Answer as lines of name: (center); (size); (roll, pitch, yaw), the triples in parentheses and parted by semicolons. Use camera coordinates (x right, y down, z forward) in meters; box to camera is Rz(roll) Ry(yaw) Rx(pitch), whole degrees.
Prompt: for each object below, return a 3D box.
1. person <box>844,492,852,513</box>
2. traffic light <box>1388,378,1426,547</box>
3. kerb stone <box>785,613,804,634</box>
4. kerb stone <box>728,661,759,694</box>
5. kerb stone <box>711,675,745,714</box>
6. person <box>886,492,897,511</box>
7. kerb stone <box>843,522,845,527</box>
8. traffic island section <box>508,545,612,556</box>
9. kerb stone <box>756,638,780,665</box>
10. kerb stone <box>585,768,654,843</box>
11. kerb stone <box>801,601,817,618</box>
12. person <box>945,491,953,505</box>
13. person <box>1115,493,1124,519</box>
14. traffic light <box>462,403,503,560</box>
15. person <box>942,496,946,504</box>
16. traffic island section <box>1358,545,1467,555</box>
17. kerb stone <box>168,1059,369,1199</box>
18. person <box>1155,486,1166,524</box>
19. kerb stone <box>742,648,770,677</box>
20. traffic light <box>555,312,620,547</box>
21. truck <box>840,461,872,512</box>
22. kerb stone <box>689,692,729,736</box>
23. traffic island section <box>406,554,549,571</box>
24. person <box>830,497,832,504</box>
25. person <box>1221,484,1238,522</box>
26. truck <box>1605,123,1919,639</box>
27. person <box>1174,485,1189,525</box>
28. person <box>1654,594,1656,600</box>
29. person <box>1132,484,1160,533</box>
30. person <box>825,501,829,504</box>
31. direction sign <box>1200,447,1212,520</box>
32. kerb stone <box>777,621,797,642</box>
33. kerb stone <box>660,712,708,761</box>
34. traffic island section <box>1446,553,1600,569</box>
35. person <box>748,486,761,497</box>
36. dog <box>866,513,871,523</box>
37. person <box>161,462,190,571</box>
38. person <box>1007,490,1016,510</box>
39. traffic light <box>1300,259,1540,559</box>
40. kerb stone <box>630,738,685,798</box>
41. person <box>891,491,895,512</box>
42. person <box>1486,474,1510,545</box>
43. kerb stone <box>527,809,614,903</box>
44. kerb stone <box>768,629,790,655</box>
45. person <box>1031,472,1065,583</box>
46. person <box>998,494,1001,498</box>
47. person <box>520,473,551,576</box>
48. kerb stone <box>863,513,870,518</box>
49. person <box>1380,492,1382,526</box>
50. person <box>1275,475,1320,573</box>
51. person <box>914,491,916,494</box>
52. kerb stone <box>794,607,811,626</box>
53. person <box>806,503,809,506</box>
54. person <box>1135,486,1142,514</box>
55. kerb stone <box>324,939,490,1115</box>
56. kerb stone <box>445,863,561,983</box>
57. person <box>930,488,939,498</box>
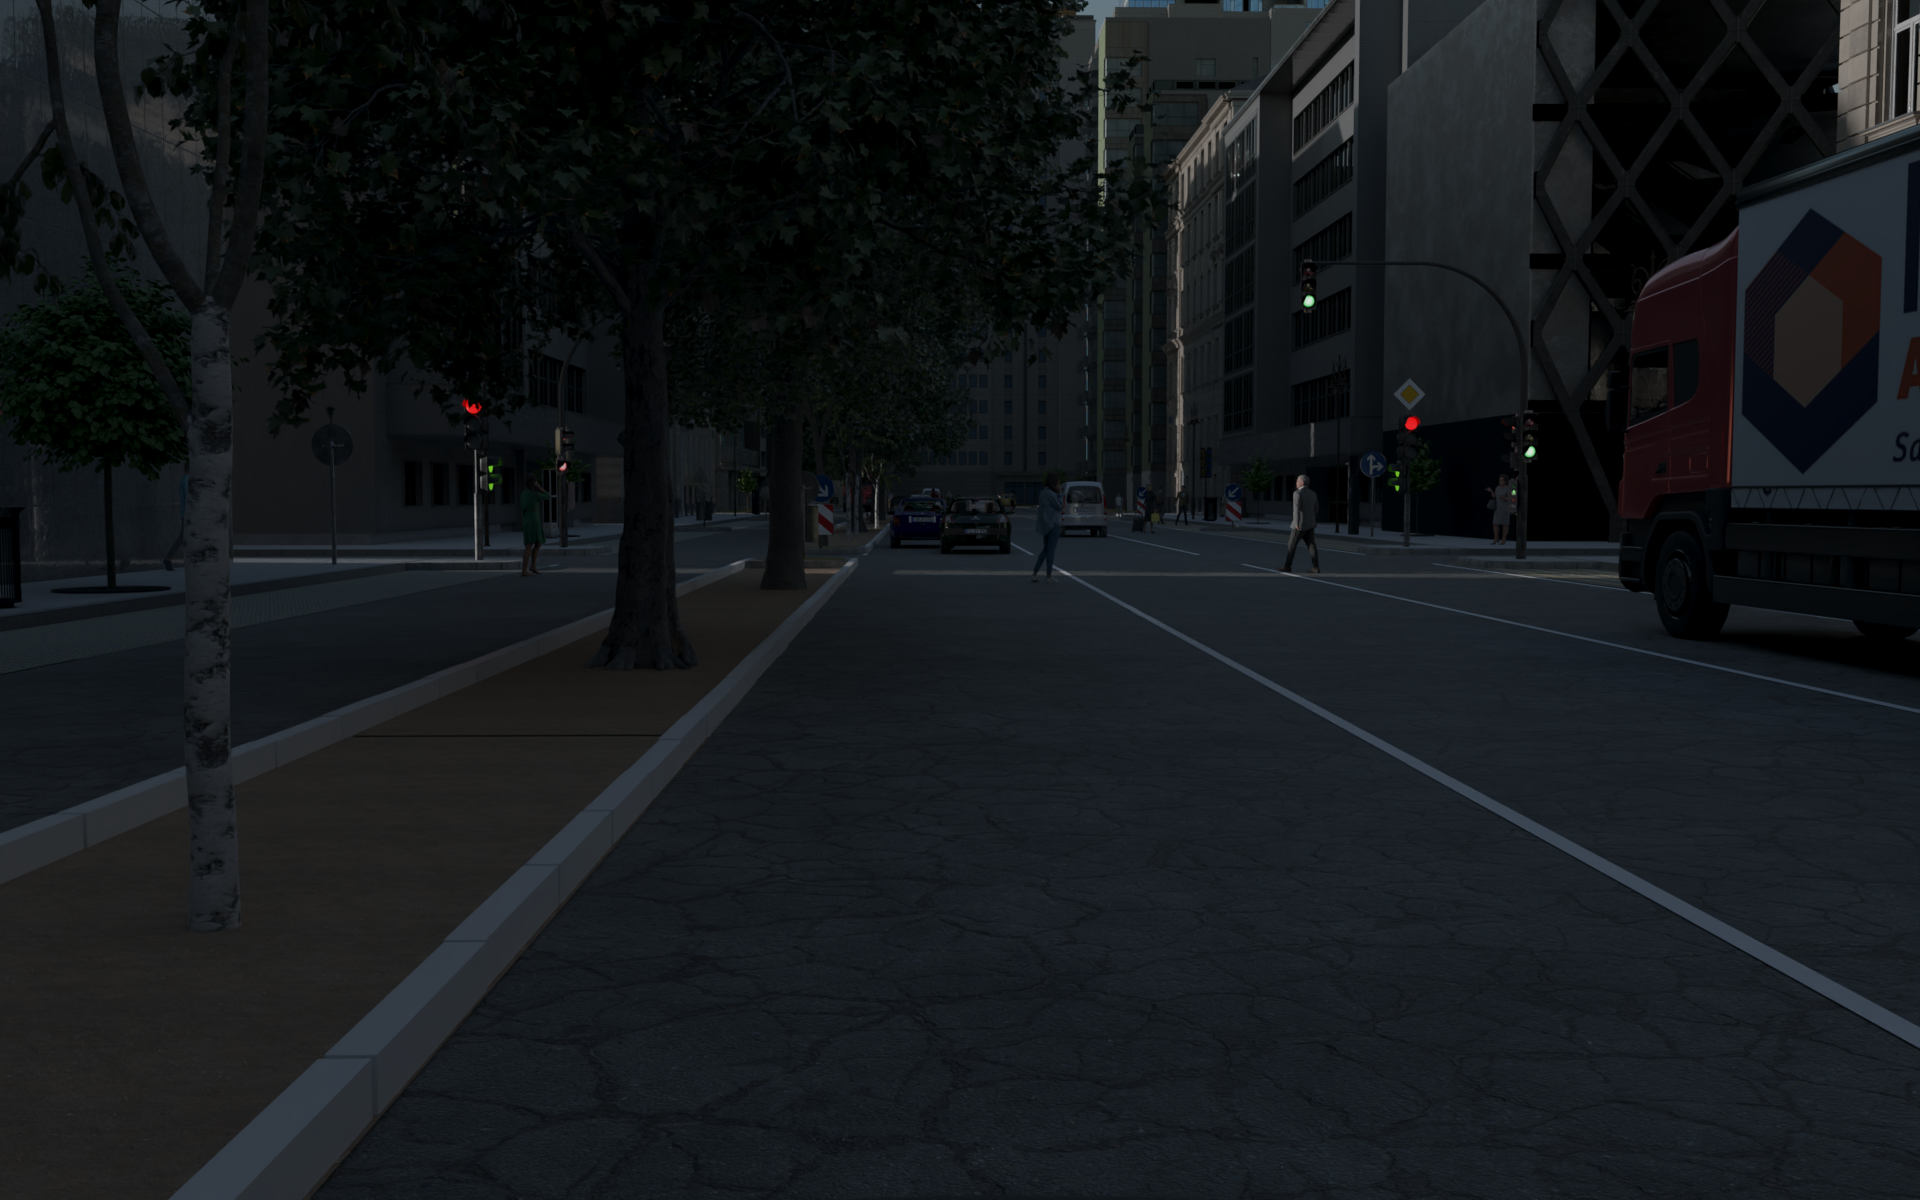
person: (-8.631, -7.605, 133.295); (0.568, 1.767, 0.683); (0, 4, 7)
traffic light: (10.845, -3.248, 42.020); (0.839, 4.253, 0.868); (0, 4, -1)
kerb stone: (-1.720, 0.270, 17.773); (0.120, 0.150, 1.000); (0, 4, -1)
kerb stone: (-1.597, 0.585, 12.655); (0.120, 0.150, 1.000); (0, 4, -1)
kerb stone: (-1.572, 0.652, 11.633); (0.120, 0.150, 1.000); (0, 4, -1)
person: (-5.206, -7.235, 127.522); (1.217, 1.736, 0.721); (0, 4, 3)
kerb stone: (-5.092, -3.143, 73.591); (0.120, 0.150, 1.000); (0, 4, -1)
traffic island section: (-9.551, -1.186, 41.672); (2.009, 0.180, 2.903); (0, 4, -1)
kerb stone: (-1.647, 0.458, 14.700); (0.120, 0.150, 1.000); (0, 4, -1)
kerb stone: (-1.479, 0.897, 7.532); (0.120, 0.150, 1.000); (0, 4, -1)
kerb stone: (-1.759, 0.145, 19.831); (0.120, 0.150, 1.000); (0, 4, -1)
person: (-0.947, -8.415, 146.817); (1.217, 1.736, 0.721); (-1, 4, -17)
person: (9.060, -5.313, 97.956); (0.503, 1.515, 0.523); (-1, 4, -13)
traffic light: (-9.327, -2.730, 33.555); (0.839, 4.253, 0.868); (0, 4, -1)
person: (-0.919, -5.549, 103.482); (0.306, 1.304, 0.590); (3, 4, 38)
traffic island section: (10.885, -1.214, 42.135); (2.009, 0.180, 2.903); (0, 4, -1)
kerb stone: (-1.386, 1.148, 3.441); (0.120, 0.150, 1.000); (0, 4, -1)
person: (9.434, -4.472, 81.584); (0.622, 1.834, 0.822); (3, 5, 45)
kerb stone: (-1.626, 0.521, 13.679); (0.120, 0.150, 1.000); (0, 4, -1)
traffic light: (-7.422, -4.095, 41.621); (4.771, 5.953, 1.251); (0, 4, -1)
truck: (-8.362, -9.393, 142.493); (2.839, 4.237, 11.283); (0, 4, -2)
kerb stone: (-1.549, 0.711, 10.612); (0.120, 0.150, 1.000); (0, 4, -1)
traffic island section: (-9.368, -0.698, 33.689); (2.009, 0.180, 2.903); (0, 4, -1)
person: (-12.984, -9.954, 174.503); (1.065, 1.426, 0.557); (0, 4, -2)
person: (12.398, -4.485, 79.864); (0.782, 1.767, 0.515); (3, 4, 37)
truck: (8.378, -1.516, 13.705); (2.839, 4.237, 11.283); (0, 4, -2)
person: (10.090, -4.306, 78.820); (0.656, 1.842, 0.836); (-3, 4, -38)
person: (9.614, -0.902, 23.443); (0.583, 1.804, 0.606); (-2, 4, -27)
person: (6.872, -3.376, 63.910); (0.699, 1.804, 1.509); (-1, 4, -10)
person: (-8.558, -5.947, 110.420); (0.332, 1.250, 0.352); (3, 5, 43)
direction sign: (11.942, -5.638, 84.179); (0.379, 3.537, 0.876); (-2, 4, -29)
kerb stone: (-1.696, 0.338, 16.751); (0.120, 0.150, 1.000); (0, 4, -1)
kerb stone: (-1.531, 0.772, 9.578); (0.120, 0.150, 1.000); (0, 4, -1)
traffic island section: (11.068, -0.726, 34.152); (2.009, 0.180, 2.903); (0, 4, -1)
person: (-14.242, -7.015, 120.753); (1.348, 1.823, 0.705); (1, 4, 9)
dog: (-4.469, -4.030, 85.177); (0.406, 0.507, 0.540); (-1, 4, -21)
person: (-12.967, -1.413, 29.001); (0.748, 1.841, 0.638); (-1, 4, -15)
person: (4.134, -7.910, 138.623); (0.721, 1.735, 1.217); (3, 5, 39)
traffic light: (8.939, -3.620, 33.848); (4.771, 5.953, 1.251); (0, 4, -1)
kerb stone: (-1.501, 0.839, 8.557); (0.120, 0.150, 1.000); (0, 4, -1)
person: (-5.508, -8.094, 141.764); (0.530, 1.710, 0.541); (0, 4, 6)
person: (13.604, -2.291, 43.859); (0.532, 1.782, 0.716); (-2, 4, -34)
kerb stone: (-1.458, 0.960, 6.506); (0.120, 0.150, 1.000); (0, 4, -1)
kerb stone: (-1.663, 0.397, 15.723); (0.120, 0.150, 1.000); (0, 4, -1)
person: (1.414, -1.177, 28.002); (0.793, 1.790, 0.793); (3, 4, 37)
person: (4.376, -10.854, 189.154); (0.628, 1.438, 0.799); (1, 4, 9)
person: (-7.512, -1.318, 30.293); (0.600, 1.795, 0.529); (2, 4, 35)
kerb stone: (-5.946, -5.402, 110.518); (0.120, 0.150, 1.000); (0, 4, -1)
person: (15.130, -3.365, 61.030); (0.822, 1.834, 0.622); (-1, 4, -11)
person: (6.182, -1.384, 31.522); (0.834, 1.777, 0.661); (3, 5, 41)
person: (-4.465, -9.900, 171.088); (1.217, 1.735, 0.721); (1, 4, 21)
kerb stone: (-1.740, 0.208, 18.800); (0.120, 0.150, 1.000); (0, 4, -1)
person: (-11.451, -7.420, 129.950); (0.705, 1.807, 1.348); (-1, 4, -20)
person: (11.512, -6.316, 109.791); (0.782, 1.767, 0.515); (3, 5, 43)
kerb stone: (-1.405, 1.085, 4.463); (0.120, 0.150, 1.000); (0, 4, -1)
kerb stone: (-1.436, 1.022, 5.484); (0.120, 0.150, 1.000); (0, 4, -1)
person: (-1.874, -6.801, 119.661); (1.348, 1.831, 0.705); (-3, 5, -42)
